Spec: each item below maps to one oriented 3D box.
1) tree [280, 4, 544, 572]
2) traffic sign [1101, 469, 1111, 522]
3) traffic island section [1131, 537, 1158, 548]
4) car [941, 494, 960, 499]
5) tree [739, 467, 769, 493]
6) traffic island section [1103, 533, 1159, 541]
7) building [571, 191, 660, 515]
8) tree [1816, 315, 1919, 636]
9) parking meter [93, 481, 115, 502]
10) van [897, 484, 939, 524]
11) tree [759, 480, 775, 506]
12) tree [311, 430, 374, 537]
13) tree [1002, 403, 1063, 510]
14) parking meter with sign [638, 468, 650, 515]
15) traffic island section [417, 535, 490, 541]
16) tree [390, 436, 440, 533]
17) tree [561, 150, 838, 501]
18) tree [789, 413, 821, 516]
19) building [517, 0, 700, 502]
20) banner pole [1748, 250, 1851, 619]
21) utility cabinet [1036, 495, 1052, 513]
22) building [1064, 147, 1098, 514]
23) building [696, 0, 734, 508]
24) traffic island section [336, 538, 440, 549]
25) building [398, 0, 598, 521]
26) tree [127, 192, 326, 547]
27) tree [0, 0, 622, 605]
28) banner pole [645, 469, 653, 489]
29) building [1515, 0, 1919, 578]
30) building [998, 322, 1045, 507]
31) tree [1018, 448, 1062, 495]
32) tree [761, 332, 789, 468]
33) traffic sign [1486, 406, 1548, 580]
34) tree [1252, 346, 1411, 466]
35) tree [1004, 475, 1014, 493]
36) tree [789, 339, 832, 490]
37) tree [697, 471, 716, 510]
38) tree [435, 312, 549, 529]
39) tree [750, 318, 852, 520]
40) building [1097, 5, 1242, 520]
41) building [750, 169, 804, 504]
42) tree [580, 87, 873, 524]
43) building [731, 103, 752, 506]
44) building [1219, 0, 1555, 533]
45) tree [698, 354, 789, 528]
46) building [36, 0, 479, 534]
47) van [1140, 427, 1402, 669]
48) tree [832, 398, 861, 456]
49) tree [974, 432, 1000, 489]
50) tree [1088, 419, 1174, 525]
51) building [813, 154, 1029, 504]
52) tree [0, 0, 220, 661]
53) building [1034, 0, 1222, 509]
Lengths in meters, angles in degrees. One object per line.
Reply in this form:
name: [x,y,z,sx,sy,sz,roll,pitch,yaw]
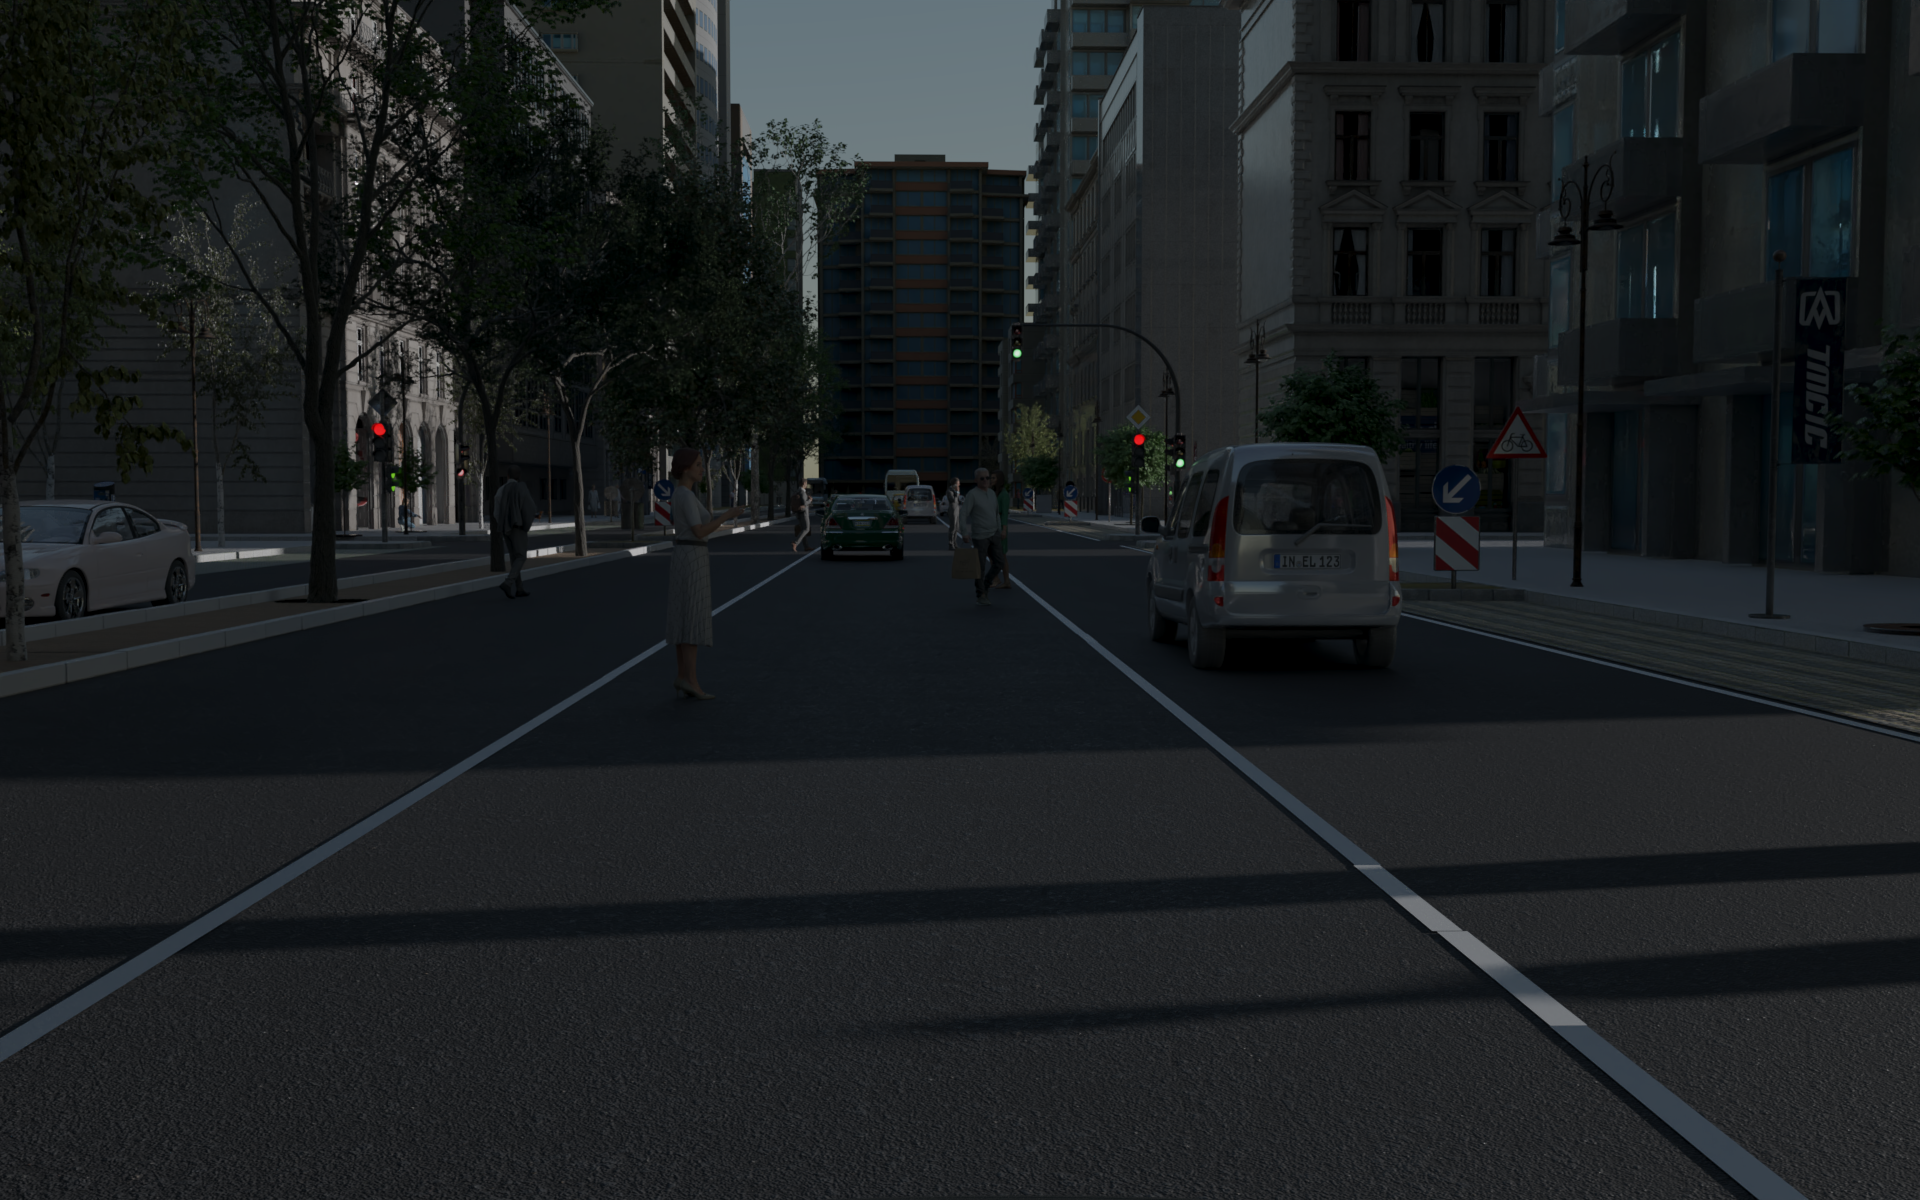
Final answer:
tree: [-8.470,-5.808,31.832,8.767,10.594,7.601,0,4,-2]
traffic sign: [6.850,-4.849,79.386,0.768,2.556,0.104,0,4,0]
traffic island section: [5.852,-1.487,46.588,2.009,0.180,2.903,0,4,-2]
car: [-0.633,-9.152,158.673,2.155,1.783,4.494,0,4,-1]
tree: [-22.320,-12.418,186.743,4.285,4.588,4.351,0,3,0]
traffic island section: [5.615,-1.975,54.569,2.009,0.180,2.903,0,4,-2]
building: [-27.613,-16.712,115.039,13.314,21.916,24.055,0,4,-2]
tree: [8.817,-1.308,15.993,1.663,3.219,1.824,0,3,0]
parking meter: [-16.440,-1.523,33.304,0.372,1.533,0.369,0,3,0]
van: [-1.996,-4.672,83.401,2.013,2.044,4.112,0,4,-3]
tree: [-22.604,-12.864,204.935,1.663,3.219,1.824,0,3,0]
tree: [-18.610,-3.537,52.424,1.663,3.219,1.824,0,3,0]
tree: [6.094,-11.687,141.439,4.737,8.622,4.395,0,3,0]
parking meter with sign: [-19.025,-6.610,104.330,0.543,3.016,1.738,0,3,0]
traffic island section: [-15.518,-1.937,53.947,2.009,0.180,2.903,0,4,-2]
tree: [-18.250,-3.874,57.946,1.663,3.219,1.824,0,3,0]
tree: [-8.967,-8.451,57.644,9.611,12.733,9.660,0,3,0]
tree: [-10.796,-9.714,111.651,4.360,8.622,3.978,0,3,0]
building: [-32.944,-31.493,138.618,21.300,48.544,21.600,0,4,-2]
banner pole: [8.605,-1.697,17.755,0.863,3.779,0.401,2,4,25]
utility cabinet: [5.610,-6.401,115.818,1.020,1.237,0.306,0,4,-6]
building: [14.315,-19.550,116.908,12.463,27.353,25.104,0,4,-2]
building: [-33.505,-38.004,163.361,21.231,58.520,28.212,0,4,-2]
traffic island section: [-15.280,-1.449,45.965,2.009,0.180,2.903,0,4,-2]
building: [-28.183,-18.160,90.425,14.314,27.812,24.014,0,4,-2]
tree: [-17.683,-5.593,41.804,4.360,8.622,3.978,0,3,0]
tree: [-8.272,-5.756,22.324,9.928,11.665,9.643,0,3,0]
banner pole: [-19.007,-7.071,105.628,0.863,3.779,0.401,2,4,32]
building: [24.088,-24.987,28.141,23.786,49.044,30.456,0,4,-2]
building: [18.724,-21.049,189.190,27.650,21.520,28.899,0,4,-2]
tree: [5.725,-8.521,123.032,4.285,4.588,4.351,0,3,0]
tree: [-8.698,-6.299,39.859,8.767,10.594,7.601,0,4,-2]
traffic sign: [8.264,-1.575,25.754,0.884,2.594,0.081,0,4,8]
tree: [8.269,-3.362,38.684,4.285,4.588,4.351,0,3,0]
tree: [4.365,-10.672,169.081,1.663,3.219,1.824,0,3,0]
tree: [-9.652,-7.970,67.184,8.767,10.594,7.601,0,4,-2]
tree: [-21.119,-9.115,143.628,1.663,3.219,1.824,0,3,0]
tree: [-17.691,-6.974,64.393,4.360,8.622,3.978,0,3,0]
tree: [-10.306,-10.772,104.341,9.928,11.665,9.643,0,3,0]
building: [14.545,-16.897,94.280,12.078,24.808,19.932,0,4,-2]
building: [-27.217,-32.828,220.324,14.086,41.232,14.154,0,4,-2]
tree: [-10.851,-13.649,81.501,12.611,20.169,13.585,0,3,0]
building: [-31.071,-33.324,194.956,14.200,45.320,14.600,0,4,-2]
building: [20.051,-14.239,61.688,19.941,23.489,11.050,0,4,-2]
tree: [-9.527,-7.370,73.319,4.360,8.622,3.978,0,3,0]
building: [-27.374,-13.751,66.628,13.314,21.916,24.055,0,4,-2]
van: [2.701,-0.525,15.602,2.013,2.044,4.112,0,4,-1]
tree: [-10.923,-11.079,118.011,8.767,10.594,7.601,0,4,-2]
tree: [3.849,-15.693,206.949,4.360,8.622,3.978,0,3,0]
tree: [8.073,-5.673,76.464,4.285,4.588,4.351,0,3,0]
building: [-5.905,-34.949,226.040,28.867,44.769,22.147,0,4,-2]
tree: [-8.025,-3.762,14.322,4.737,8.622,4.395,0,3,0]
building: [18.342,-32.960,158.505,23.786,49.044,30.456,0,4,-2]
